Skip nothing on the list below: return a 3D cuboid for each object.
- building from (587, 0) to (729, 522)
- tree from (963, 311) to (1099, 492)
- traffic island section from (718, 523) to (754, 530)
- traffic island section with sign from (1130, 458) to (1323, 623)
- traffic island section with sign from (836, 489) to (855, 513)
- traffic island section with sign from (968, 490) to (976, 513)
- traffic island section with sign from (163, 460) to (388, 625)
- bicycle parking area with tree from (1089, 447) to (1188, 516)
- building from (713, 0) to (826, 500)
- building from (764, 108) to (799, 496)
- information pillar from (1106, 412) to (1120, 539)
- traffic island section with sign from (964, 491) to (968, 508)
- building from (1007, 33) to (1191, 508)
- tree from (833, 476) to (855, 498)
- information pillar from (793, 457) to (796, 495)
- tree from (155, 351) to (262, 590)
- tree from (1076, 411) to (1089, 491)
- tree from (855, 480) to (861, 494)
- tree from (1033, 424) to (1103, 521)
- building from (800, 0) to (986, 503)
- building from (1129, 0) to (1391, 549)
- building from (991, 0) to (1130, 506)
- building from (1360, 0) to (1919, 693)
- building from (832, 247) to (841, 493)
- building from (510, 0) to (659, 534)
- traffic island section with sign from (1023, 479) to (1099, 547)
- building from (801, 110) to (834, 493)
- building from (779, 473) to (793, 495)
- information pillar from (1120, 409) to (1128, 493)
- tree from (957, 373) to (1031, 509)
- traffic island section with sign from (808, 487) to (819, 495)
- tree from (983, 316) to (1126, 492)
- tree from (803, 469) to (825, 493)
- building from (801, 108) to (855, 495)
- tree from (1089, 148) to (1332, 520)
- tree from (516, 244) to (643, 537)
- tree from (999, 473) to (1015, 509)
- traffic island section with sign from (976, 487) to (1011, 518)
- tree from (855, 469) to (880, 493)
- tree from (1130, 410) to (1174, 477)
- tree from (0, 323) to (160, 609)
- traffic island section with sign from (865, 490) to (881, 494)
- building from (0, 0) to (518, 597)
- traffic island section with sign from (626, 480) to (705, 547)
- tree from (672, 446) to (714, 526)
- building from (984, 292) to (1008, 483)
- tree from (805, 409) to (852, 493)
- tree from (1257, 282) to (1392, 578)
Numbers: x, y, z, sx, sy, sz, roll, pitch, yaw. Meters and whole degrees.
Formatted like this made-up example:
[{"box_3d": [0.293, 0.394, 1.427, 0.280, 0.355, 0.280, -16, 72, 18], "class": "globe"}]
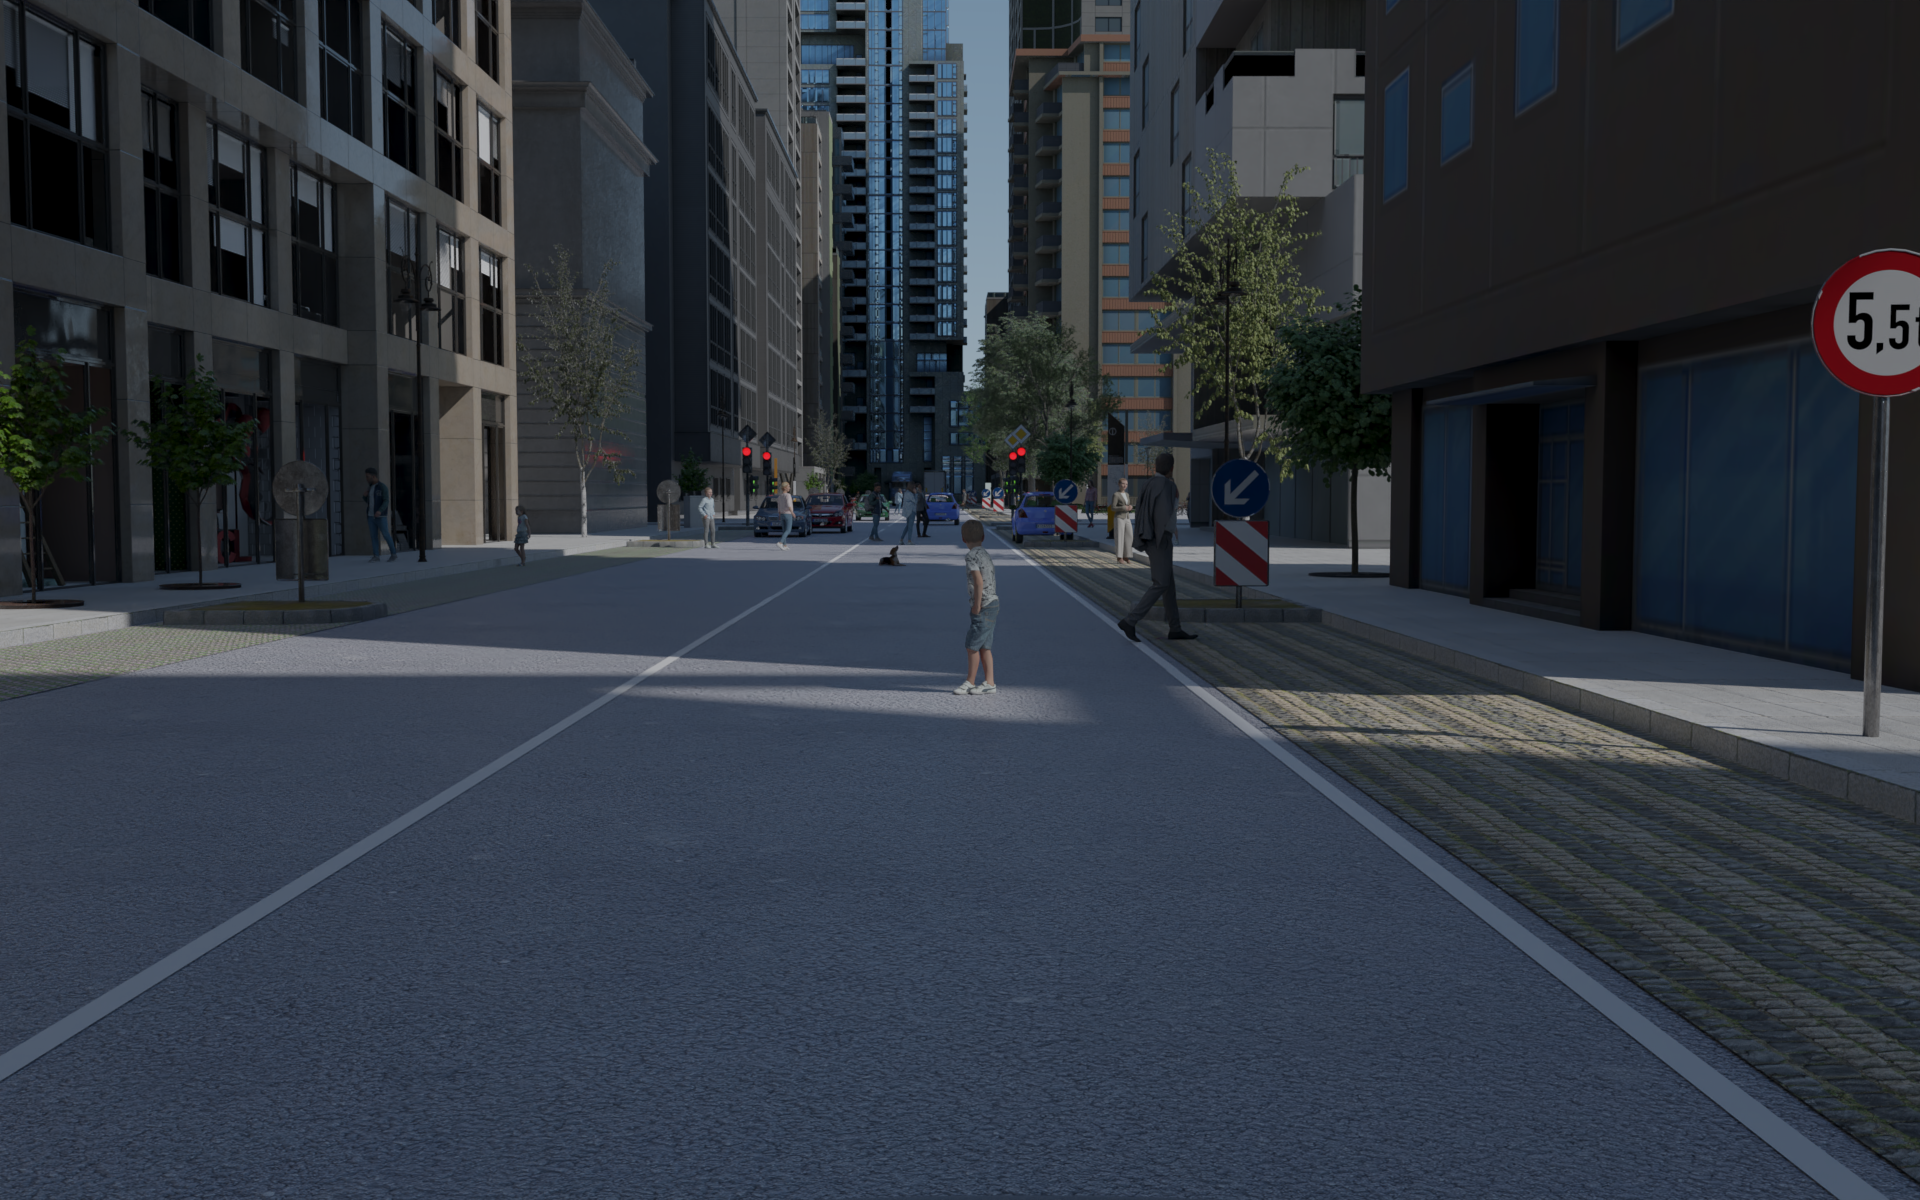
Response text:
[{"box_3d": [-18.664, -18.101, 89.451, 14.314, 27.812, 24.014, 0, 4, -1], "class": "building"}, {"box_3d": [5.086, -13.041, 119.872, 9.857, 13.997, 8.962, 0, 3, 0], "class": "tree"}, {"box_3d": [-8.563, -2.903, 69.746, 2.009, 0.180, 2.903, 0, 4, -1], "class": "traffic island section"}, {"box_3d": [3.021, -0.703, 20.120, 1.989, 1.847, 2.006, 0, 4, -1], "class": "traffic island section with sign"}, {"box_3d": [-8.883, -7.381, 129.305, 1.989, 1.847, 2.006, 0, 4, -1], "class": "traffic island section with sign"}, {"box_3d": [1.834, -7.386, 129.396, 1.989, 1.847, 2.006, 0, 4, -1], "class": "traffic island section with sign"}, {"box_3d": [-7.702, -0.683, 19.795, 1.989, 1.847, 2.006, 0, 4, -1], "class": "traffic island section with sign"}, {"box_3d": [12.790, -7.172, 104.261, 9.016, 4.147, 8.231, -1, 4, -11], "class": "bicycle parking area with tree"}, {"box_3d": [-23.209, -44.238, 161.543, 20.563, 71.187, 20.611, 0, 4, -1], "class": "building"}, {"box_3d": [-18.647, -19.587, 113.753, 14.314, 27.812, 24.014, 0, 4, -1], "class": "building"}, {"box_3d": [4.427, -3.544, 49.292, 0.504, 3.616, 0.183, 1, 4, 13], "class": "information pillar"}, {"box_3d": [1.286, -10.457, 179.594, 1.989, 1.847, 2.006, 0, 4, -1], "class": "traffic island section with sign"}, {"box_3d": [15.944, -31.538, 170.273, 22.147, 44.769, 28.867, 0, 4, -1], "class": "building"}, {"box_3d": [-12.376, -11.407, 181.099, 1.663, 3.219, 1.824, 0, 3, 0], "class": "tree"}, {"box_3d": [-10.522, -7.261, 110.069, 0.183, 3.616, 0.504, 0, 4, 4], "class": "information pillar"}, {"box_3d": [-10.233, -1.766, 23.481, 1.663, 3.219, 1.824, 0, 3, 0], "class": "tree"}, {"box_3d": [9.783, -11.232, 134.001, 4.737, 8.622, 4.395, 0, 3, 0], "class": "tree"}, {"box_3d": [-12.506, -12.783, 203.605, 1.663, 3.219, 1.824, 0, 3, 0], "class": "tree"}, {"box_3d": [5.060, -5.993, 81.694, 4.285, 4.588, 4.351, 0, 3, 0], "class": "tree"}, {"box_3d": [-12.063, -57.111, 246.438, 31.000, 86.520, 22.319, 0, 4, -1], "class": "building"}, {"box_3d": [20.012, -28.345, 52.682, 28.713, 52.752, 27.495, 0, 4, -1], "class": "building"}, {"box_3d": [14.449, -47.596, 216.450, 20.563, 71.187, 20.611, 0, 4, -1], "class": "building"}, {"box_3d": [12.673, -22.403, 16.408, 14.600, 45.320, 14.200, 0, 4, -1], "class": "building"}, {"box_3d": [-20.844, -25.842, 194.213, 14.160, 30.474, 14.107, 0, 4, -1], "class": "building"}, {"box_3d": [-23.683, -13.405, 60.980, 24.055, 21.916, 13.314, 0, 4, -1], "class": "building"}, {"box_3d": [2.719, -2.355, 47.136, 1.989, 1.847, 2.006, 0, 4, -1], "class": "traffic island section with sign"}, {"box_3d": [-20.627, -30.349, 179.802, 14.154, 41.232, 14.086, 0, 4, -1], "class": "building"}, {"box_3d": [-21.277, -16.330, 134.451, 16.820, 18.784, 16.811, 0, 4, -1], "class": "building"}, {"box_3d": [4.630, -3.477, 48.206, 0.183, 3.616, 0.504, 0, 4, 5], "class": "information pillar"}, {"box_3d": [3.617, -13.558, 147.430, 9.928, 11.665, 9.643, 0, 3, 0], "class": "tree"}, {"box_3d": [-8.588, -5.732, 102.352, 1.989, 1.847, 2.006, 0, 4, -1], "class": "traffic island section with sign"}, {"box_3d": [5.021, -9.511, 89.917, 8.767, 10.594, 7.601, 2, 4, 35], "class": "tree"}, {"box_3d": [-11.094, -8.395, 131.862, 1.663, 3.219, 1.824, 0, 3, 0], "class": "tree"}, {"box_3d": [-28.567, -36.410, 214.904, 30.456, 49.044, 23.786, 0, 4, -1], "class": "building"}, {"box_3d": [5.982, -5.275, 36.608, 4.737, 8.622, 4.395, 0, 3, 0], "class": "tree"}, {"box_3d": [-11.106, -6.143, 50.794, 4.360, 8.622, 3.978, 0, 3, 0], "class": "tree"}, {"box_3d": [4.430, -9.737, 153.794, 1.663, 3.219, 1.824, 0, 3, 0], "class": "tree"}, {"box_3d": [2.137, -5.738, 102.443, 1.989, 1.847, 2.006, 0, 4, -1], "class": "traffic island section with sign"}, {"box_3d": [-12.324, -15.091, 230.444, 4.285, 4.588, 4.351, 0, 3, 0], "class": "tree"}, {"box_3d": [16.916, -12.254, 150.709, 4.360, 8.622, 3.978, 0, 3, 0], "class": "tree"}, {"box_3d": [-10.429, -1.534, 19.683, 1.663, 3.219, 1.824, 0, 3, 0], "class": "tree"}, {"box_3d": [-9.435, -10.460, 179.644, 1.989, 1.847, 2.006, 0, 4, -1], "class": "traffic island section with sign"}, {"box_3d": [-21.609, -13.790, 29.987, 19.350, 26.468, 34.151, 0, 4, -1], "class": "building"}, {"box_3d": [-7.993, -2.376, 47.480, 1.989, 1.847, 2.006, 0, 4, -1], "class": "traffic island section with sign"}, {"box_3d": [-10.952, -4.607, 69.933, 1.663, 3.219, 1.824, 0, 3, 0], "class": "tree"}, {"box_3d": [10.531, -28.923, 244.590, 14.107, 30.474, 14.160, 0, 4, -1], "class": "building"}, {"box_3d": [-11.427, -12.173, 149.396, 4.360, 8.622, 3.978, 0, 3, 0], "class": "tree"}, {"box_3d": [6.233, -2.655, 27.127, 4.285, 4.588, 4.351, 0, 3, 0], "class": "tree"}]
